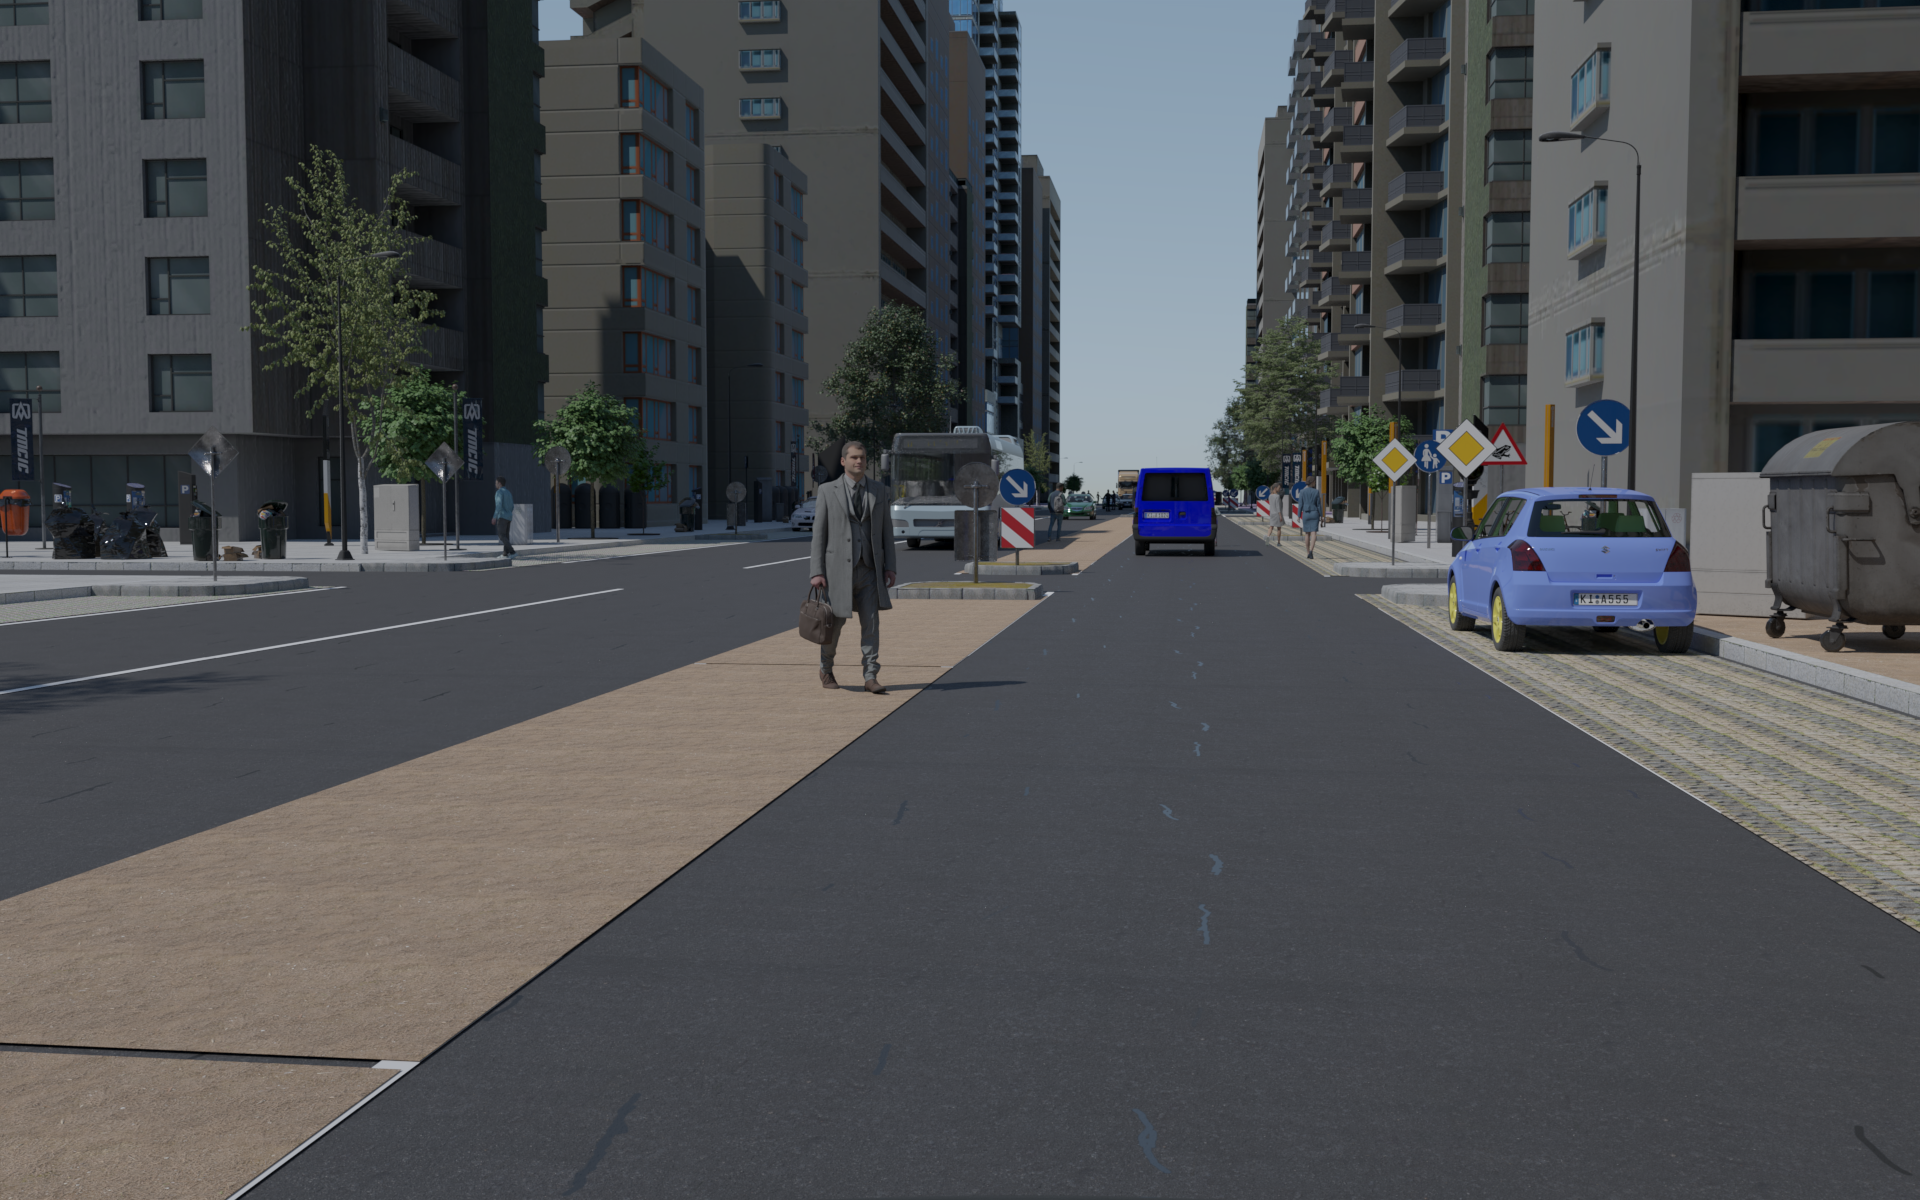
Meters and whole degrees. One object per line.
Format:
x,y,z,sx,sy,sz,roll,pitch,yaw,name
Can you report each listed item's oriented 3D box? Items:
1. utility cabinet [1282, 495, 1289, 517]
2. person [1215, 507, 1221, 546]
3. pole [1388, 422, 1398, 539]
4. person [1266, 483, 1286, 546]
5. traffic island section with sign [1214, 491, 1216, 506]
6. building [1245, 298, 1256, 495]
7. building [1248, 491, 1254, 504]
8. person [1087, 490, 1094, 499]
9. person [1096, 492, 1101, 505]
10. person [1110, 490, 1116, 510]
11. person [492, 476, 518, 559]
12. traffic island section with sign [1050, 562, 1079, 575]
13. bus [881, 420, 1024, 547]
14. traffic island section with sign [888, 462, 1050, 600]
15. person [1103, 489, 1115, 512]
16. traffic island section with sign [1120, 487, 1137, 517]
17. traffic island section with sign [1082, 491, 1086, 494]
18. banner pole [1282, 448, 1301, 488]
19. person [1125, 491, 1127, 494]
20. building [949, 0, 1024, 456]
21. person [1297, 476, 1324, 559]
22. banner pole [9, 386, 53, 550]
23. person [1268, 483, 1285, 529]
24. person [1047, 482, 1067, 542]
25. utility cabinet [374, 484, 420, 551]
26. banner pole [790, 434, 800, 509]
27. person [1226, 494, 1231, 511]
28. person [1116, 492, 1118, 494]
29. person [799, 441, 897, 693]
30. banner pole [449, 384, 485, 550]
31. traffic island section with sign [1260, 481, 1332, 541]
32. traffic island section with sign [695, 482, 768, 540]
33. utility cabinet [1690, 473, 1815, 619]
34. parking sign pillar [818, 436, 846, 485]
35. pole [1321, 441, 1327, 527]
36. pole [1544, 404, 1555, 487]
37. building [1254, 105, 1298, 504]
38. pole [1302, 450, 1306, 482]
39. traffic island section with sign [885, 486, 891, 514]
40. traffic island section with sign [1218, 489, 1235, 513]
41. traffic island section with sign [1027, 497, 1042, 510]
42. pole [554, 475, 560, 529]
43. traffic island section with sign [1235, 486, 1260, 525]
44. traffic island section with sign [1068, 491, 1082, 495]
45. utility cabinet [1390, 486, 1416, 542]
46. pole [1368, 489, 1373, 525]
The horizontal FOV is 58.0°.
18.676,-5.356,98.726,0.306,1.237,1.020,-1,4,-8,utility cabinet
6.951,-2.128,47.569,0.425,1.301,0.394,0,4,7,person
12.300,-3.387,49.215,0.158,3.312,0.155,0,3,0,pole
8.563,-2.310,47.022,0.466,1.731,0.760,2,4,33,person
23.838,-9.022,156.132,1.989,1.847,2.006,0,4,7,traffic island section with sign
48.845,-29.505,254.113,14.160,30.474,14.107,0,4,7,building
55.582,-33.143,233.761,32.217,40.220,23.993,0,4,7,building
12.358,-9.671,166.759,1.348,1.807,0.705,-1,4,-19,person
18.235,-13.375,227.703,0.721,1.766,1.217,2,4,33,person
13.533,-8.857,153.754,0.568,1.767,0.683,2,4,25,person
-9.916,-1.792,37.816,0.620,1.820,0.660,0,4,8,person
1.115,-1.436,31.622,2.006,1.907,1.989,0,4,7,traffic island section with sign
0.096,-3.324,49.204,2.948,3.499,13.247,0,4,6,bus
0.144,-0.987,24.279,2.006,1.907,1.989,0,4,7,traffic island section with sign
12.144,-8.148,141.735,1.348,1.821,0.705,-3,4,-36,person
10.857,-5.993,106.129,2.006,1.907,1.989,0,4,7,traffic island section with sign
17.239,-14.218,241.089,1.989,1.847,2.006,0,4,7,traffic island section with sign
17.935,-6.377,94.283,0.863,3.779,0.401,0,4,-6,banner pole
17.526,-10.591,182.215,0.434,1.755,0.990,-1,4,-10,person
-2.894,-54.835,209.224,22.319,86.520,31.000,0,4,7,building
7.662,-1.801,37.972,0.581,1.822,0.654,2,4,25,person
-21.421,-3.053,39.927,0.863,3.779,0.401,-3,4,-39,banner pole
13.048,-3.877,71.244,0.474,1.900,0.648,-3,5,-42,person
2.908,-2.634,51.912,0.623,1.781,0.721,1,4,14,person
-12.705,-1.856,39.022,1.173,1.500,0.318,2,4,33,utility cabinet
-6.843,-5.023,72.149,0.401,3.779,0.863,2,4,25,banner pole
21.761,-7.820,139.586,0.991,1.433,0.599,-3,5,-42,person
20.971,-13.519,230.050,0.721,1.766,1.217,0,4,0,person
-0.784,-0.239,12.510,0.694,1.812,0.767,-1,4,-21,person
-11.314,-3.039,39.698,0.863,3.779,0.401,-3,4,-36,banner pole
10.408,-2.746,53.527,1.989,1.847,2.006,0,4,7,traffic island section with sign
-7.165,-2.820,54.734,1.989,1.847,2.006,0,4,7,traffic island section with sign
8.254,-0.572,18.026,1.173,1.500,0.318,3,5,43,utility cabinet
-5.909,-5.611,80.218,1.447,3.967,1.447,1,4,13,parking sign pillar
13.987,-4.450,66.600,0.158,3.312,0.155,0,3,0,pole
13.409,-2.789,39.445,0.158,3.312,0.155,0,3,0,pole
47.393,-35.959,211.625,21.300,48.544,21.600,0,4,7,building
15.999,-5.302,80.523,0.158,3.312,0.155,0,3,0,pole
-3.564,-4.500,82.210,1.989,1.847,2.006,0,4,7,traffic island section with sign
20.344,-7.387,129.403,1.989,1.847,2.006,0,4,7,traffic island section with sign
6.485,-9.194,158.943,1.989,1.847,2.006,0,4,7,traffic island section with sign
-14.777,-4.259,63.480,0.158,3.312,0.155,0,3,0,pole
13.903,-4.381,80.255,1.989,1.847,2.006,0,4,7,traffic island section with sign
13.737,-12.583,214.362,1.989,1.847,2.006,0,4,7,traffic island section with sign
11.719,-2.272,45.822,0.318,1.500,1.173,2,4,32,utility cabinet
17.288,-4.831,72.836,0.158,3.312,0.155,0,3,0,pole
